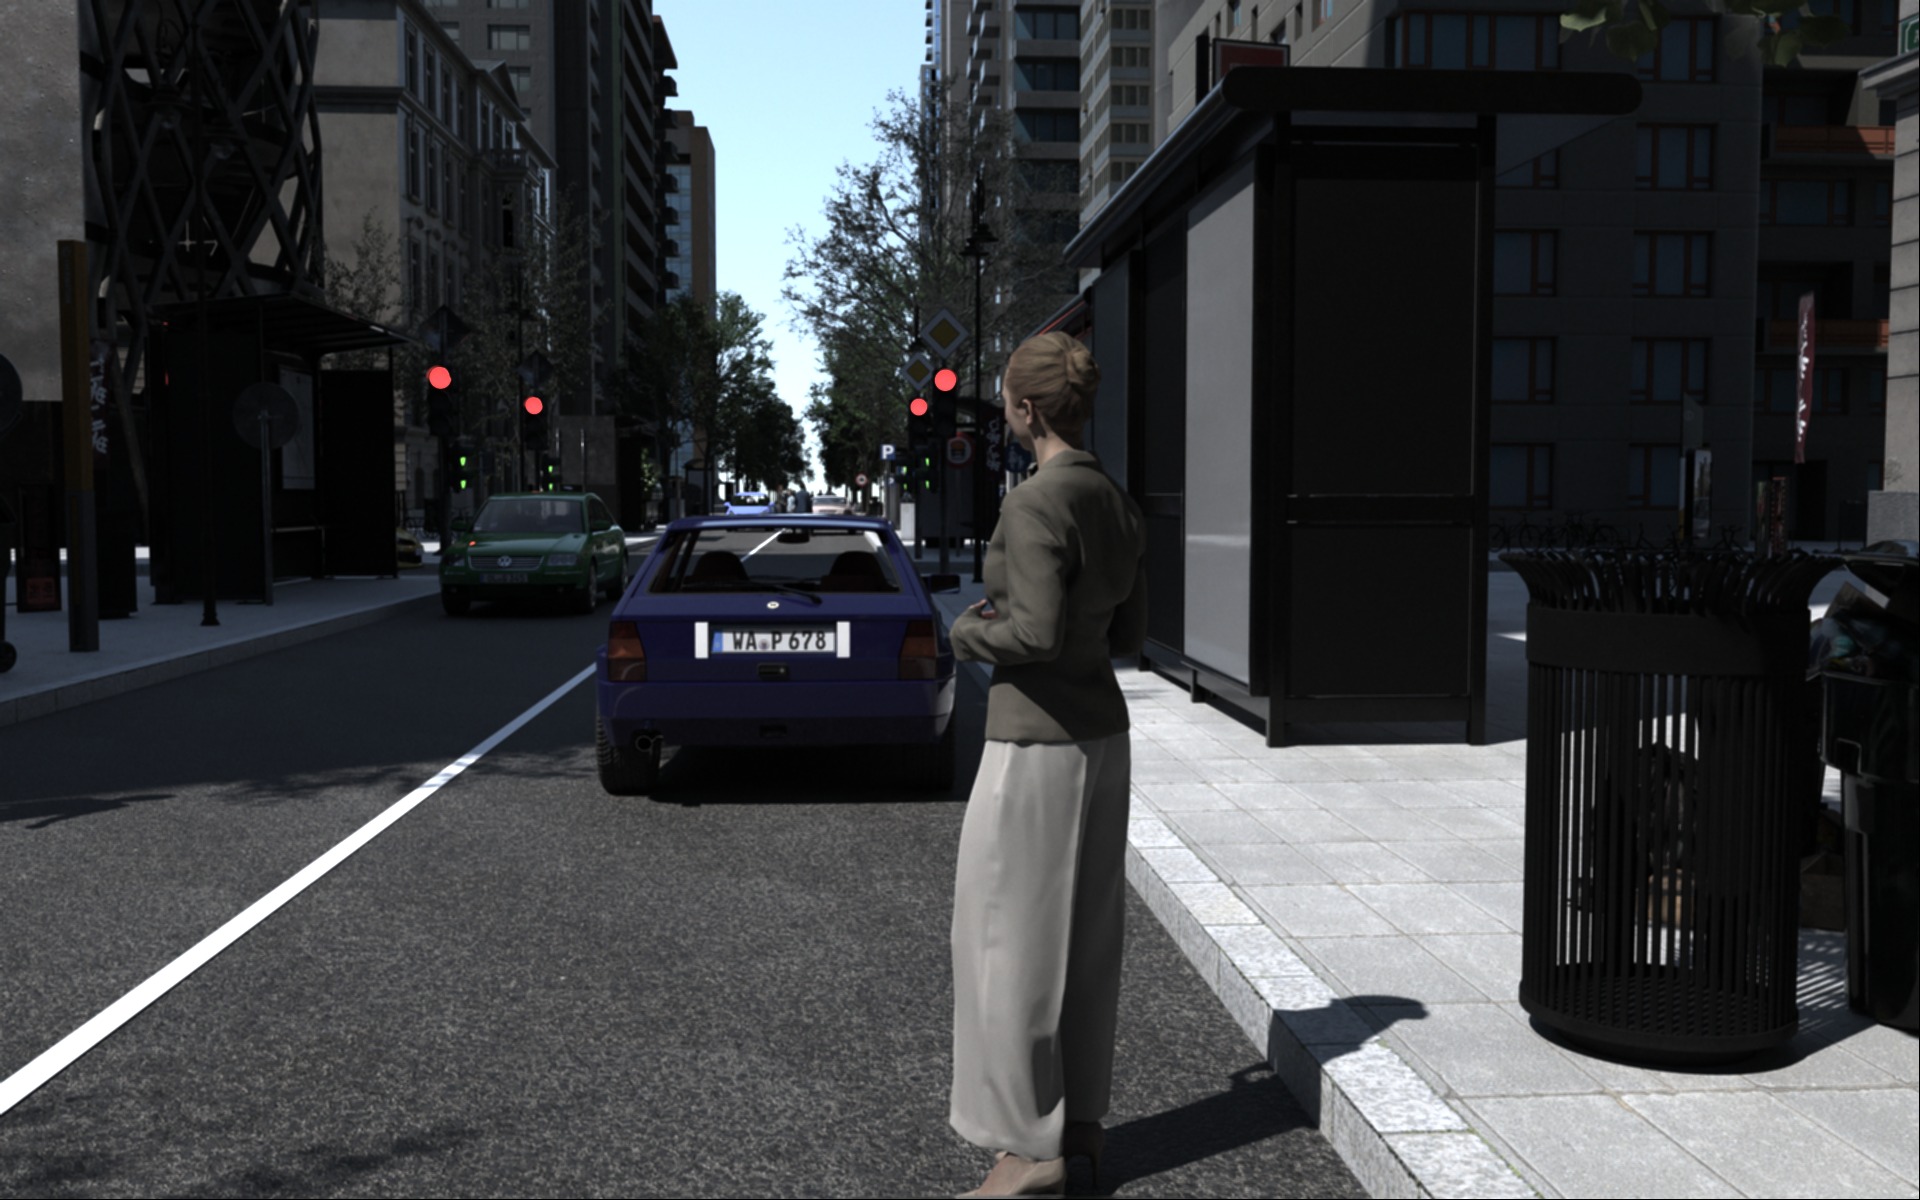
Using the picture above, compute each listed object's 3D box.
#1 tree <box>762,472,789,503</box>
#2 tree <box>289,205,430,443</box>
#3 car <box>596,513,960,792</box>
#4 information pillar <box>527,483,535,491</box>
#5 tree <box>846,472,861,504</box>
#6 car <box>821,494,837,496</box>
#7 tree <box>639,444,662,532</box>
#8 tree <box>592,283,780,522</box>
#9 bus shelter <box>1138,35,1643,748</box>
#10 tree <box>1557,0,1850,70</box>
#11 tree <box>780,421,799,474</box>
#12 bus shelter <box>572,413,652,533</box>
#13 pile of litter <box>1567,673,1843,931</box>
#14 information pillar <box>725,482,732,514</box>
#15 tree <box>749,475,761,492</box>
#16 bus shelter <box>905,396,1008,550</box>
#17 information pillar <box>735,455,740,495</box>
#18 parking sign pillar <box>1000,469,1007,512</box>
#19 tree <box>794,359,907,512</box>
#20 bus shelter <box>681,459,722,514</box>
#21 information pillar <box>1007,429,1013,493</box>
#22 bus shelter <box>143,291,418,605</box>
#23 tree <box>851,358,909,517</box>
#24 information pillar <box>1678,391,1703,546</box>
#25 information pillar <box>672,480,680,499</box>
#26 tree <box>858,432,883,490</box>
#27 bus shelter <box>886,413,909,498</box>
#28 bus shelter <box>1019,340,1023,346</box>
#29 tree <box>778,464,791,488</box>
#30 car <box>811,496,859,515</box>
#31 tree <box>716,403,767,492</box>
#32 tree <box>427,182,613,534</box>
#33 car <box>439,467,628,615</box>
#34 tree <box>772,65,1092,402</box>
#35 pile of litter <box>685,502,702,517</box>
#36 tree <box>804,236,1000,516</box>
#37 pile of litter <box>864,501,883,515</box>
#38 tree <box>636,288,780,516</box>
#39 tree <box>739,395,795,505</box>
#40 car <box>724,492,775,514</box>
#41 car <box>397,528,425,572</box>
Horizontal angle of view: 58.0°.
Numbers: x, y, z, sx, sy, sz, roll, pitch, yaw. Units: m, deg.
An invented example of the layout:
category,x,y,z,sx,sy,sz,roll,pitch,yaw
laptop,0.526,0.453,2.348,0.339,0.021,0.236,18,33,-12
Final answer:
category,x,y,z,sx,sy,sz,roll,pitch,yaw
tree,-24.133,-15.136,231.191,4.285,4.588,4.351,0,3,0
tree,-15.643,-5.781,44.889,4.360,8.622,3.978,0,3,0
car,-0.943,0.176,9.698,1.945,1.354,3.894,0,4,-3
information pillar,-18.460,-4.298,74.760,0.304,2.012,0.304,1,4,12
tree,-13.806,-15.105,230.684,4.285,4.588,4.351,0,3,0
car,-10.311,-7.612,136.258,2.131,1.459,4.920,0,4,-3
tree,-10.932,-3.895,58.292,1.663,3.219,1.824,0,3,0
tree,-12.718,-8.671,76.176,7.601,10.594,8.767,0,4,6
bus shelter,2.050,-2.157,12.899,2.179,5.291,8.768,0,4,-4
tree,2.620,-5.088,1.322,7.486,12.596,7.792,0,3,0
tree,-20.430,-15.192,182.809,7.601,10.594,8.767,0,4,2
bus shelter,-10.668,-3.804,53.484,1.731,3.624,6.357,0,4,-4
pile of litter,2.757,0.517,5.517,1.719,0.858,1.176,0,4,2
information pillar,-13.867,-6.066,103.672,0.304,2.012,0.304,-3,5,-39
tree,-18.506,-9.879,156.129,1.663,3.219,1.824,0,3,0
bus shelter,-0.111,-2.732,38.587,2.014,3.302,5.546,0,4,-4
information pillar,-13.232,-6.825,102.951,0.183,3.616,0.504,-2,4,-32
parking sign pillar,2.294,-6.146,88.958,1.447,3.967,1.447,3,5,41
tree,-6.965,-12.835,126.855,9.611,12.733,9.660,0,3,0
bus shelter,-15.132,-6.589,101.650,2.014,3.302,5.546,0,4,-4
information pillar,1.739,-4.201,60.041,0.183,3.616,0.504,1,4,21
bus shelter,-8.828,-1.950,23.158,1.731,3.624,6.357,0,4,-4
tree,-3.748,-8.545,90.077,4.360,8.622,3.978,0,3,0
information pillar,16.624,-2.941,39.435,0.504,3.616,0.183,0,4,-2
information pillar,-15.022,-5.327,91.580,0.304,2.012,0.304,1,4,21
tree,-7.716,-12.000,146.564,4.737,8.622,4.395,0,3,0
bus shelter,-2.579,-6.373,81.830,2.179,5.291,8.768,0,4,-4
bus shelter,1.995,-2.698,21.743,2.179,5.291,8.768,0,4,-4
tree,-24.998,-17.753,240.628,4.360,8.622,3.978,0,3,0
car,-4.640,-3.030,61.897,2.083,1.381,4.827,0,4,-3
tree,-16.484,-11.083,131.572,4.737,8.622,4.395,0,3,0
tree,-10.019,-5.547,41.055,4.360,8.622,3.978,0,3,0
car,-5.338,-0.810,22.035,1.959,1.807,4.718,0,4,-3
tree,-0.536,-8.581,50.672,12.009,13.543,11.850,0,3,0
pile of litter,-14.371,-4.928,94.534,1.719,0.858,1.176,1,4,15
tree,-1.887,-8.799,69.612,9.928,11.665,9.643,0,3,0
pile of litter,-5.067,-5.596,105.464,1.719,0.858,1.176,-1,4,-17
tree,-12.622,-9.841,86.652,9.928,11.665,9.643,0,3,0
tree,-21.247,-17.326,200.287,9.611,12.733,9.660,0,3,0
car,-8.045,-3.485,66.577,1.945,1.707,3.694,0,4,-3
car,-11.124,-1.162,29.224,3.980,1.641,2.015,0,4,-3
